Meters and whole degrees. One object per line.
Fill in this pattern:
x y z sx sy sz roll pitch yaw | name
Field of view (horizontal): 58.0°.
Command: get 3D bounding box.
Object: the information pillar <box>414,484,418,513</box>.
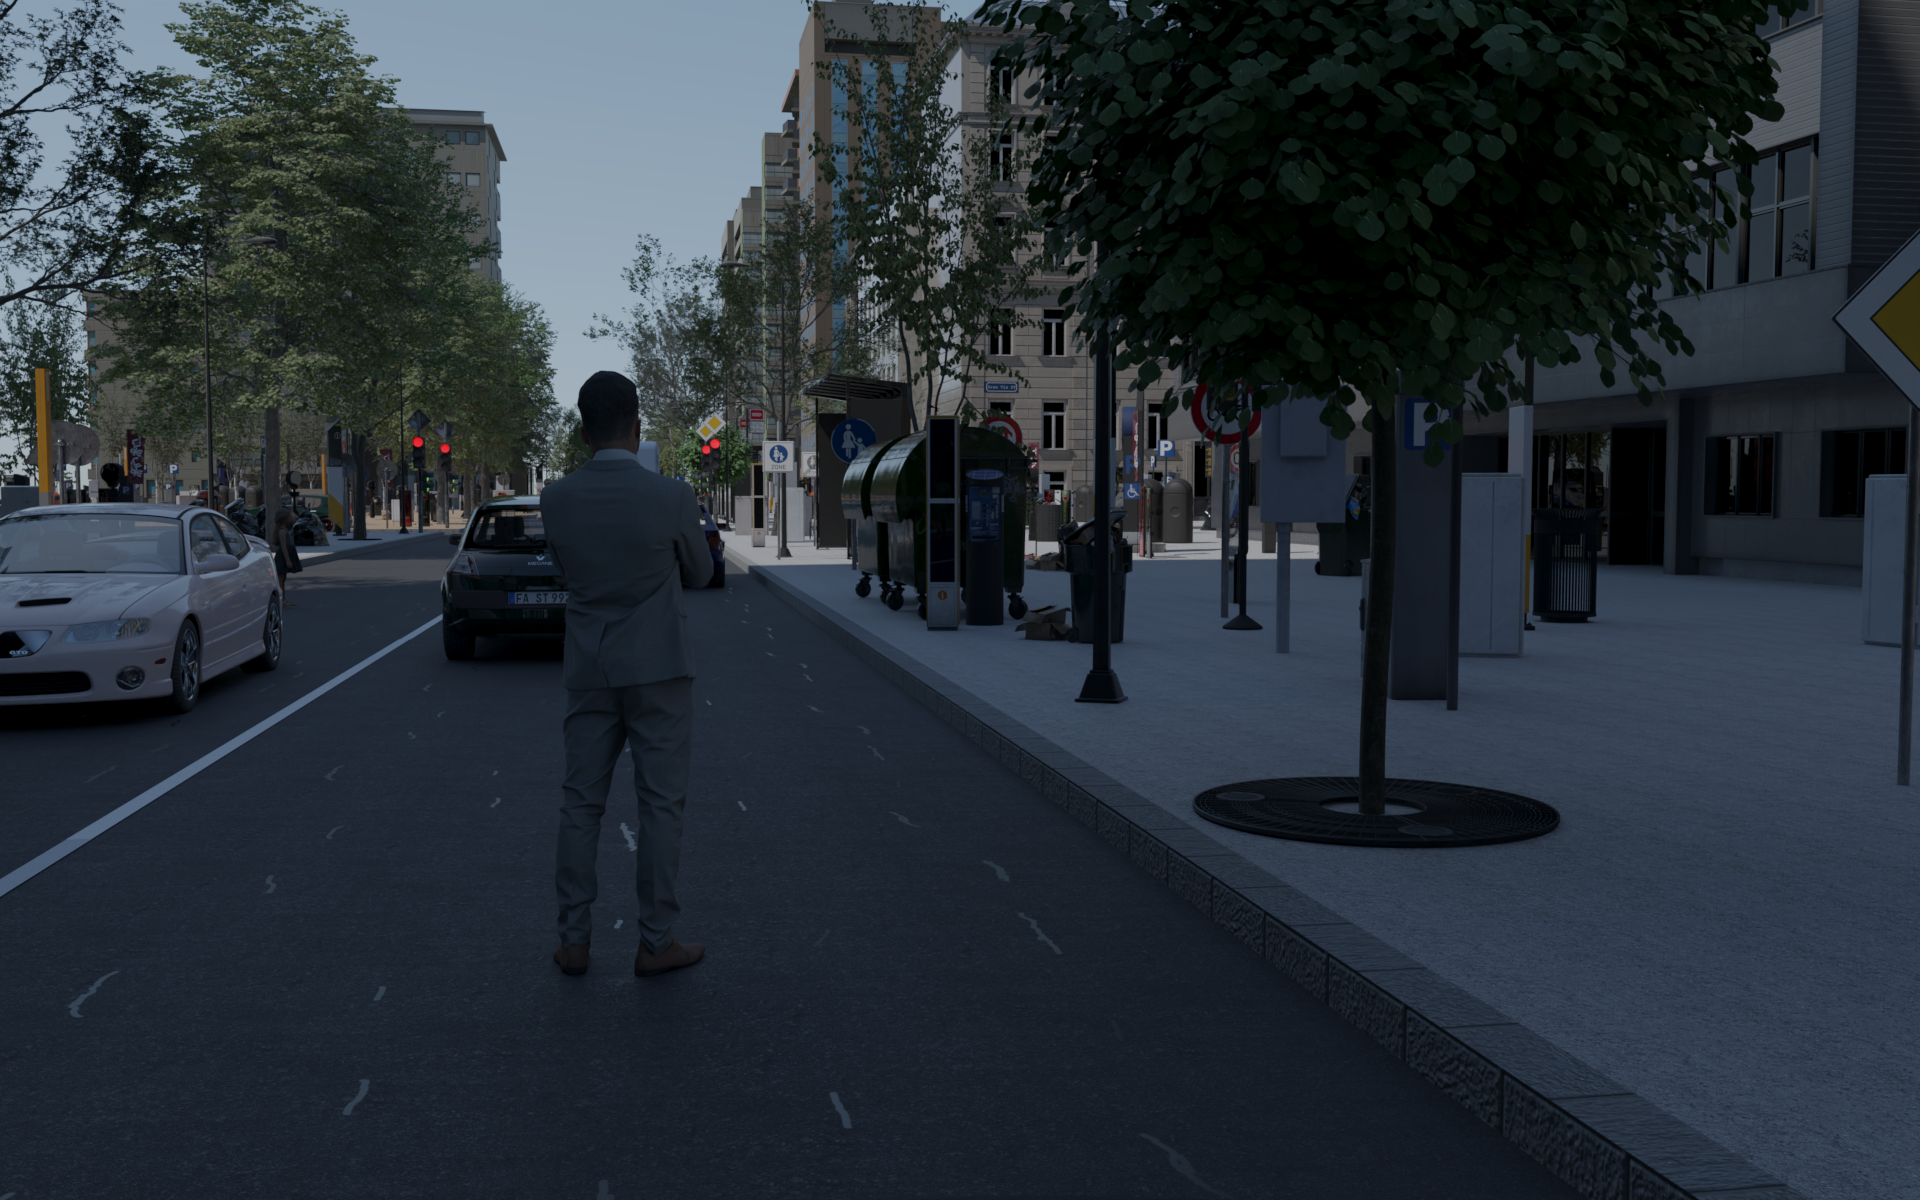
-37.760 -7.098 120.542 0.304 2.012 0.304 -3 4 -38 | information pillar

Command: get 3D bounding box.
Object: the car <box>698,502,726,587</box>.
-4.701 -0.929 27.768 1.945 1.354 3.894 -1 4 -11 | car

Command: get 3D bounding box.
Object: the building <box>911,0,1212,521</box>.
10.913 -17.722 87.022 25.104 27.353 12.463 -1 4 -10 | building

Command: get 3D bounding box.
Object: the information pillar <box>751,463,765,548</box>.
-4.858 -2.273 41.658 0.304 2.012 0.304 -1 4 -14 | information pillar

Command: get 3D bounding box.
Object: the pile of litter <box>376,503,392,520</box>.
-28.252 -4.415 86.150 1.719 0.858 1.176 0 4 -4 | pile of litter

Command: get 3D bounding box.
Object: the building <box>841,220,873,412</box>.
-1.349 -18.822 126.827 14.460 24.649 34.723 -1 4 -10 | building

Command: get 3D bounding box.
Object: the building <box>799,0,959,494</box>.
-6.958 -31.016 157.214 14.600 45.320 14.200 -1 4 -10 | building

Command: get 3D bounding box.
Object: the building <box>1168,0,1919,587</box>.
15.405 -13.274 36.098 14.314 24.678 30.058 -1 4 -10 | building

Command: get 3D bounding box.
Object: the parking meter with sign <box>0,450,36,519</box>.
-37.617 -4.445 68.940 1.738 3.016 0.543 0 4 2 | parking meter with sign

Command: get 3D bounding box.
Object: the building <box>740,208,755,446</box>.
-24.653 -34.682 250.644 14.154 41.232 14.086 -1 4 -10 | building

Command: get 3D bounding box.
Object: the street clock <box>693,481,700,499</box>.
-12.409 -4.707 81.522 0.358 2.002 0.471 1 4 8 | street clock

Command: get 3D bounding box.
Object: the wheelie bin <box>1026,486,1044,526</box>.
2.882 -3.777 69.659 0.980 1.594 0.693 1 4 9 | wheelie bin

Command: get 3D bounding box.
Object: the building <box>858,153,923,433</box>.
0.278 -15.066 101.084 10.420 20.320 16.860 -1 4 -10 | building

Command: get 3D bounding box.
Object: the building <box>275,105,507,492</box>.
-78.005 -39.793 239.853 28.713 52.752 27.495 -1 4 -10 | building

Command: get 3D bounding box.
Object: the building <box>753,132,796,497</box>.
-15.830 -31.575 199.844 14.154 41.232 14.086 -1 4 -10 | building

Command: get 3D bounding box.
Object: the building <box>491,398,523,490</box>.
-82.862 -25.925 268.910 27.650 21.520 28.899 -1 4 -10 | building

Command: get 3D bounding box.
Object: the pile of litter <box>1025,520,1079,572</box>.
1.616 -0.945 29.417 1.176 0.858 1.719 1 4 16 | pile of litter

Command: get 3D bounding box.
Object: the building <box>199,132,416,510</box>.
-53.152 -22.660 142.193 14.160 30.474 14.107 -1 4 -10 | building

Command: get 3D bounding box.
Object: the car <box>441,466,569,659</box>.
-3.894 -0.413 16.532 2.009 1.686 4.222 -1 4 -10 | car

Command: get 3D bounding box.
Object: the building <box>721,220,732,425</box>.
-28.645 -40.776 290.394 21.300 48.544 21.600 -1 4 -10 | building

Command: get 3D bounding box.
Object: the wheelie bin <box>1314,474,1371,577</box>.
6.000 -1.183 27.246 0.693 1.594 0.980 -3 4 -36 | wheelie bin

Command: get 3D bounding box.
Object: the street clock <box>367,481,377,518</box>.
-31.512 -5.398 92.832 0.471 2.002 0.358 -3 5 -44 | street clock

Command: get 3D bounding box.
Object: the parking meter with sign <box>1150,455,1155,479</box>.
9.498 -5.006 78.110 1.738 3.016 0.543 -1 4 -14 | parking meter with sign

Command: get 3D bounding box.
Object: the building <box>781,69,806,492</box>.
-6.900 -32.107 179.578 22.147 44.769 28.867 -1 4 -10 | building

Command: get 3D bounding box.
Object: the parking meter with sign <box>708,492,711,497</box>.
-17.142 -7.381 116.939 1.738 3.016 0.543 3 5 42 | parking meter with sign

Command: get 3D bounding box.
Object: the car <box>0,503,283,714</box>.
-6.231 -0.016 12.619 2.083 1.381 4.827 -1 4 -11 | car

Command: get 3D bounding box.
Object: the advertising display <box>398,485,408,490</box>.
-40.759 -7.436 126.789 0.974 1.923 0.123 2 4 31 | advertising display

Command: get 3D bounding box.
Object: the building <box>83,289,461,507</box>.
-62.778 -19.426 162.656 27.650 21.520 28.899 -1 4 -10 | building

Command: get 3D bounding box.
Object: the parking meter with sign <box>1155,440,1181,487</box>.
6.920 -3.679 56.416 0.543 3.016 1.738 1 4 21 | parking meter with sign

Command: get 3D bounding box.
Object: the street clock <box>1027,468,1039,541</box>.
1.983 -2.618 47.372 0.358 2.002 0.471 -1 4 -12 | street clock

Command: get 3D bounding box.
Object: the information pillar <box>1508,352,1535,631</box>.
5.315 -1.532 16.408 0.183 3.616 0.504 0 4 1 | information pillar

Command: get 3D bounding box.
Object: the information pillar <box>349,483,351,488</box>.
-38.857 -6.453 109.992 0.304 2.012 0.304 1 4 19 | information pillar

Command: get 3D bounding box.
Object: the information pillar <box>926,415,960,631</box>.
-0.157 -0.723 16.311 0.304 2.012 0.304 0 4 3 | information pillar

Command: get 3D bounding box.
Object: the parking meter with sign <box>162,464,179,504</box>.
-46.005 -6.395 100.820 0.543 3.016 1.738 0 4 -8 | parking meter with sign

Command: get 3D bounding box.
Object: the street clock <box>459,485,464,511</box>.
-38.180 -7.840 132.754 0.358 2.002 0.471 2 4 28 | street clock

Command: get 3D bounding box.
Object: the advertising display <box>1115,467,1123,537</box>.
3.935 -2.214 41.410 0.974 1.923 0.123 -2 4 -35 | advertising display

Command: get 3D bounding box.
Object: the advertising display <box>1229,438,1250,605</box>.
3.245 -0.927 20.374 0.123 1.923 0.974 0 4 -2 | advertising display

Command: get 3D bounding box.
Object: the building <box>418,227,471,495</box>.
-60.237 -25.258 184.671 14.160 30.474 14.107 -1 4 -10 | building

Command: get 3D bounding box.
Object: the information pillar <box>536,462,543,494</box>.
-30.436 -8.204 125.495 0.504 3.616 0.183 -1 4 -18 | information pillar

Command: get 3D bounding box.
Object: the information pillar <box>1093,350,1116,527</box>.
2.155 -2.103 25.743 0.183 3.616 0.504 -2 4 -30 | information pillar

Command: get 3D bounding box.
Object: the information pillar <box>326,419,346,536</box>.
-19.075 -3.764 52.892 0.183 3.616 0.504 2 4 35 | information pillar

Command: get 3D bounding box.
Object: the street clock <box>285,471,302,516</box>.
-20.733 -3.021 53.958 0.358 2.002 0.471 2 4 28 | street clock

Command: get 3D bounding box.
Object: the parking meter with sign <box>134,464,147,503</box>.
-47.936 -6.372 100.435 1.738 3.016 0.543 2 4 26 | parking meter with sign

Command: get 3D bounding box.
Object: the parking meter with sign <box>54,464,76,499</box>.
-45.628 -5.636 88.406 0.543 3.016 1.738 -3 5 -43 | parking meter with sign

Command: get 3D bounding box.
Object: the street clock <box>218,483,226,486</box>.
-47.979 -6.612 112.672 0.471 2.002 0.358 1 4 8 | street clock

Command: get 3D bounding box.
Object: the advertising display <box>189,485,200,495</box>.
-53.778 -7.126 121.722 0.974 1.923 0.123 2 4 29 | advertising display

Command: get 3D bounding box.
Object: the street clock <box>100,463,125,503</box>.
-19.674 -2.183 40.255 0.471 2.002 0.358 0 4 2 | street clock

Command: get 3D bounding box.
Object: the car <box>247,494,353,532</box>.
-23.616 -3.132 60.997 4.222 1.686 2.009 -1 4 -10 | car

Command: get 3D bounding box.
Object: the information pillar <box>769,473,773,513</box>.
-12.630 -7.610 115.770 0.183 3.616 0.504 1 4 17 | information pillar

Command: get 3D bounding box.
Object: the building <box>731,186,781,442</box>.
-23.673 -39.474 269.107 21.300 48.544 21.600 -1 4 -10 | building
